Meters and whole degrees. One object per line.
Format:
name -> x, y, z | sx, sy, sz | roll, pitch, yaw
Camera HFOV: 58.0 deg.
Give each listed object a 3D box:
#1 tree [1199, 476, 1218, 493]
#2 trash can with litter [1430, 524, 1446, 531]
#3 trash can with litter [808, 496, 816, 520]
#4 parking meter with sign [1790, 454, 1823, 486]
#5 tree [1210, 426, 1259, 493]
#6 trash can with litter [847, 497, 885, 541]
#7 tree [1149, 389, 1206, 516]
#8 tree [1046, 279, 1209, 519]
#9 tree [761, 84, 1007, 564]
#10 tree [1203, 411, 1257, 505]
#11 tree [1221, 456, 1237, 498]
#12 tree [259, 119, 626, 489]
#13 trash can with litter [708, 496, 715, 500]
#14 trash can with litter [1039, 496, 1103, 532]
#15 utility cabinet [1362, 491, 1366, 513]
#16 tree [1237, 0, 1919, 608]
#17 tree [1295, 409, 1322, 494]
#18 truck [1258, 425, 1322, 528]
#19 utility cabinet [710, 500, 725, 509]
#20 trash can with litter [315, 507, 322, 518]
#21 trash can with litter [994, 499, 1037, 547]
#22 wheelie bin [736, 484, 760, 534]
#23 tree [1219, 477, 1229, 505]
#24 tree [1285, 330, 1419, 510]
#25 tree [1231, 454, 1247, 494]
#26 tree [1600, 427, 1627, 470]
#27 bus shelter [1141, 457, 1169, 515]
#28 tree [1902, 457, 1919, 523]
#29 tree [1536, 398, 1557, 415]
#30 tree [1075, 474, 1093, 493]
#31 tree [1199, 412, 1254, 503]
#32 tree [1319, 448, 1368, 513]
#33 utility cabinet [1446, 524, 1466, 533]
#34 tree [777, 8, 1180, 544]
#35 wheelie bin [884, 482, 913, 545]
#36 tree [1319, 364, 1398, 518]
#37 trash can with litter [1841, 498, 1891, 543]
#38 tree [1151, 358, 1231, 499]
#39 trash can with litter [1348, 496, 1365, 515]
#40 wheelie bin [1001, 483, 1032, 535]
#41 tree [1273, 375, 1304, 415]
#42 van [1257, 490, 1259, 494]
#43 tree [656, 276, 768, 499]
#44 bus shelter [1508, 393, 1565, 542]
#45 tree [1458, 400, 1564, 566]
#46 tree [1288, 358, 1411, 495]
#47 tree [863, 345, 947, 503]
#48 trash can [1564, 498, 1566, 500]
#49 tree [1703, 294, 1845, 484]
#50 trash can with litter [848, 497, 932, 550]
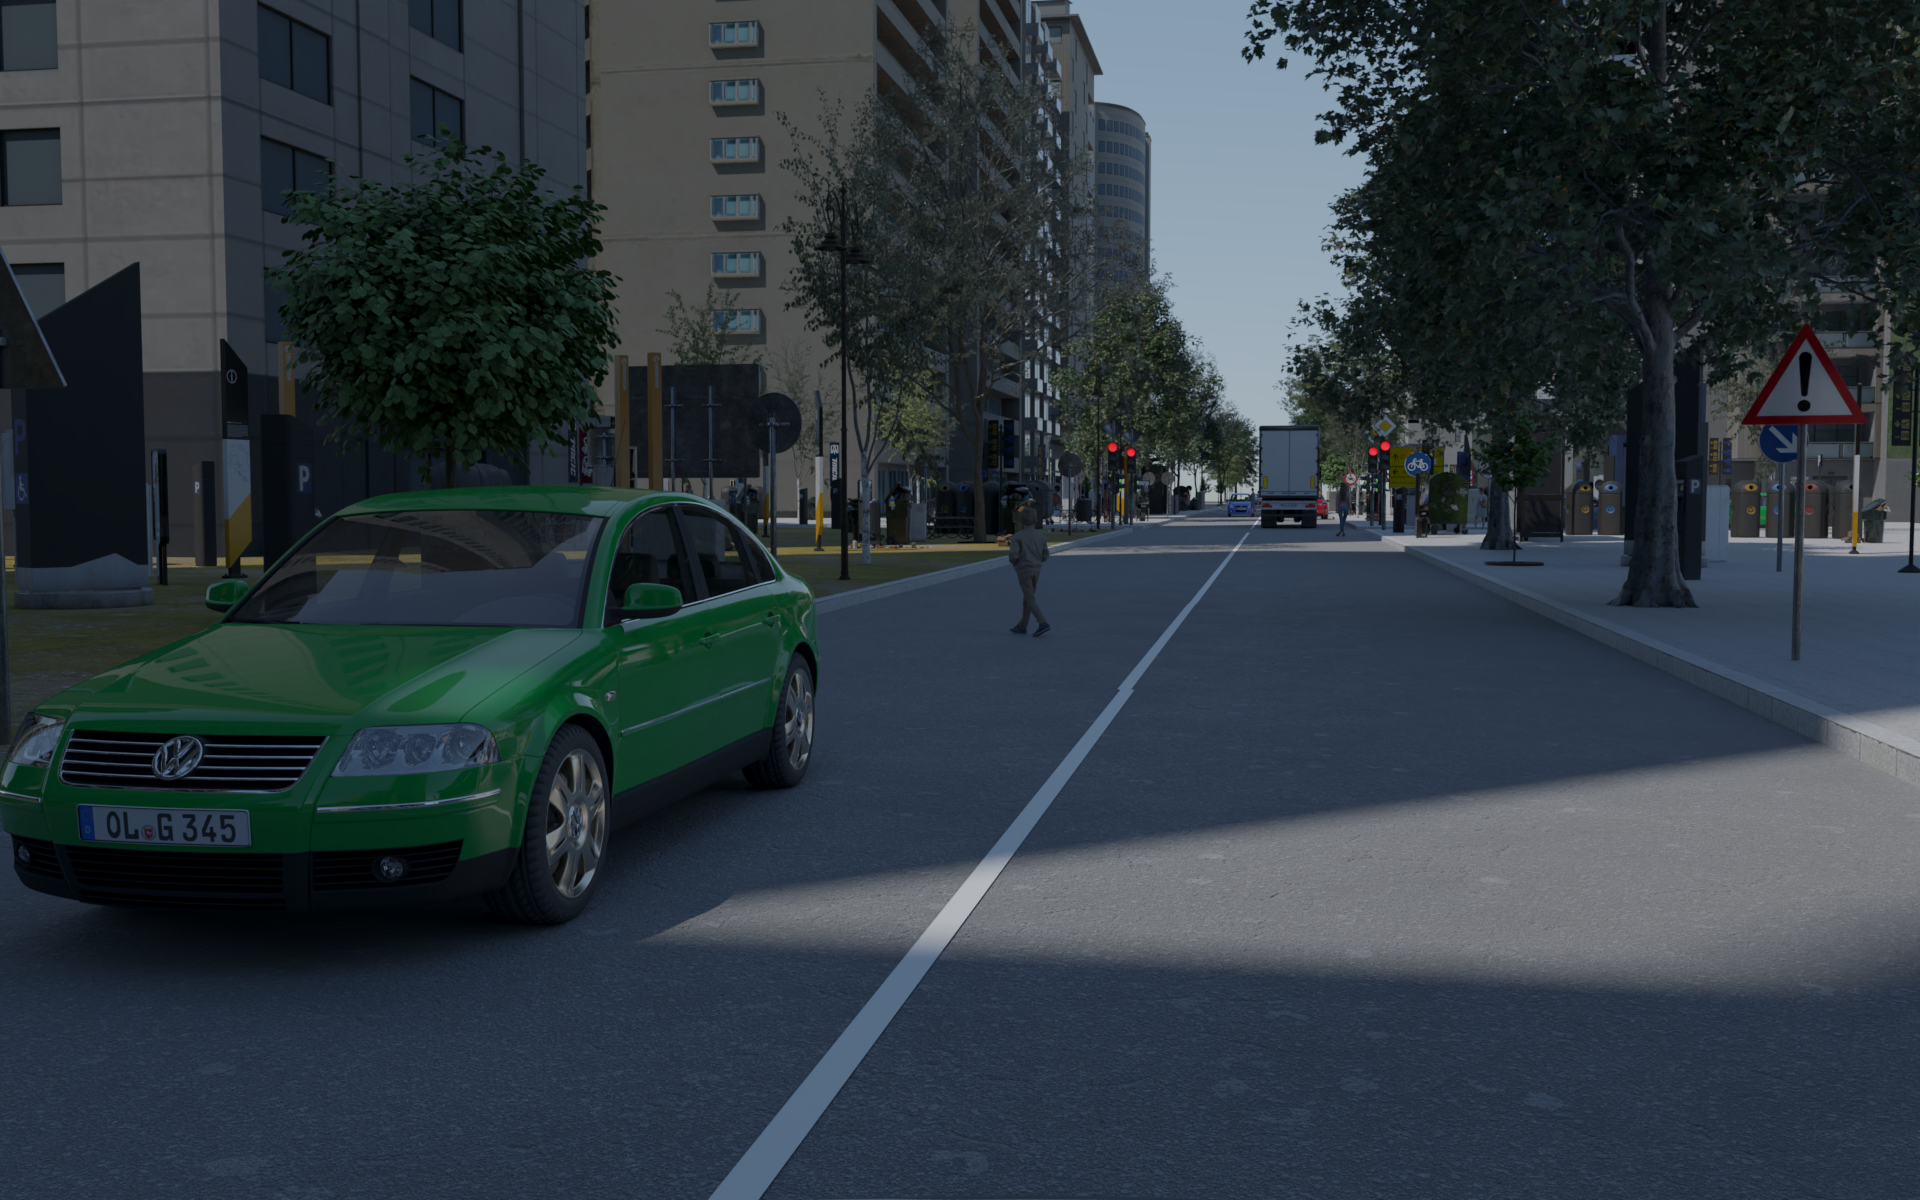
tree -> 23.759, -10.680, 169.219 | 1.663, 3.219, 1.824 | 0, 3, 0
trash can with litter -> 16.985, -3.022, 60.803 | 1.055, 1.170, 0.624 | -2, 4, -32
trash can with litter -> -7.343, -4.463, 84.353 | 0.624, 1.170, 1.055 | 3, 5, 41
parking meter with sign -> 36.996, -4.900, 76.382 | 1.738, 3.016, 0.543 | 1, 4, 16
tree -> 46.228, -23.483, 290.593 | 9.857, 13.997, 8.962 | 0, 3, 0
trash can with litter -> -2.597, -2.227, 47.798 | 0.624, 1.170, 1.055 | 3, 5, 40
tree -> 12.593, -9.368, 103.523 | 4.360, 8.622, 3.978 | 0, 3, 0
tree -> 9.270, -10.649, 91.116 | 9.611, 12.733, 9.660 | 0, 3, 0
tree -> -1.584, -4.956, 31.396 | 4.360, 8.622, 3.978 | 0, 3, 0
tree -> 31.675, -17.320, 208.942 | 9.928, 11.665, 9.643 | 0, 3, 0
tree -> 42.550, -19.755, 273.352 | 4.737, 8.622, 4.395 | 0, 3, 0
tree -> -4.477, -1.939, 15.413 | 4.285, 4.588, 4.351 | 0, 3, 0
trash can with litter -> -11.857, -4.268, 80.841 | 1.678, 1.210, 2.233 | 1, 4, 20
trash can with litter -> 3.822, -2.925, 58.880 | 2.233, 1.210, 1.678 | 0, 4, 4
utility cabinet -> 29.707, -7.416, 129.930 | 1.173, 1.500, 0.318 | -1, 4, -18
tree -> 8.027, -6.282, 19.724 | 9.611, 12.733, 9.660 | 0, 3, 0
tree -> 40.806, -16.537, 196.129 | 9.928, 11.665, 9.643 | 0, 3, 0
truck -> 14.488, -5.331, 76.070 | 2.839, 4.237, 11.283 | 1, 4, 11
utility cabinet -> -3.197, -0.522, 19.691 | 1.020, 1.237, 0.306 | 1, 4, 16
trash can with litter -> -13.839, -1.504, 35.977 | 0.624, 1.170, 1.055 | 1, 4, 23
trash can with litter -> 1.342, -1.883, 42.180 | 1.055, 1.170, 0.624 | 2, 4, 26
wheelie bin -> -6.827, -2.929, 55.804 | 0.693, 1.594, 0.980 | -1, 4, -23
tree -> 29.470, -12.331, 196.208 | 1.663, 3.219, 1.824 | 0, 3, 0
tree -> 28.883, -13.503, 127.435 | 9.857, 13.997, 8.962 | 0, 3, 0
tree -> 44.470, -20.247, 281.405 | 4.360, 8.622, 3.978 | 0, 3, 0
tree -> 28.528, -5.411, 72.191 | 4.285, 4.588, 4.351 | 0, 3, 0
bus shelter -> 12.579, -7.259, 109.965 | 1.731, 3.624, 6.357 | 1, 4, 10
tree -> 42.662, -4.987, 76.135 | 1.663, 3.219, 1.824 | 0, 3, 0
tree -> 23.176, -7.391, 71.205 | 4.360, 8.622, 3.978 | 0, 3, 0
tree -> 9.729, -8.654, 136.102 | 1.663, 3.219, 1.824 | 0, 3, 0
tree -> 36.885, -19.743, 240.931 | 7.486, 12.596, 7.792 | 0, 3, 0
tree -> 26.261, -8.274, 118.998 | 4.285, 4.588, 4.351 | 0, 3, 0
utility cabinet -> 16.669, -2.873, 58.138 | 0.306, 1.237, 1.020 | 0, 4, -7
tree -> 0.370, -8.222, 44.798 | 12.009, 13.543, 11.850 | 0, 3, 0
wheelie bin -> -1.555, -2.209, 44.023 | 0.693, 1.594, 0.980 | 0, 4, 4
tree -> 21.244, -8.680, 92.286 | 4.360, 8.622, 3.978 | 0, 3, 0
trash can with litter -> 23.629, -2.066, 45.173 | 1.055, 1.170, 0.624 | 0, 4, 0
tree -> 14.679, -11.259, 118.501 | 7.601, 10.594, 8.767 | 1, 4, 17
trash can with litter -> 23.866, -5.688, 104.384 | 1.055, 1.170, 0.624 | -1, 4, -8
wheelie bin -> 1.659, -2.546, 49.537 | 0.980, 1.594, 0.693 | -3, 4, -37
tree -> 51.952, -24.161, 250.918 | 12.611, 20.169, 13.585 | 0, 3, 0
van -> 48.458, -16.690, 277.270 | 2.240, 2.365, 5.245 | 1, 4, 10
tree -> -8.699, -6.685, 59.661 | 4.737, 8.622, 4.395 | 0, 3, 0
bus shelter -> 16.516, -4.440, 50.224 | 2.179, 5.291, 8.768 | 1, 4, 10
tree -> 10.046, -2.230, 31.054 | 1.663, 3.219, 1.824 | 0, 3, 0
tree -> 25.045, -10.851, 111.831 | 8.767, 10.594, 7.601 | 1, 4, 10
tree -> -2.502, -8.230, 84.924 | 4.737, 8.622, 4.395 | 0, 3, 0
trash can -> 38.094, -6.051, 110.592 | 0.748, 1.137, 0.748 | 0, 3, 0
tree -> 25.481, -6.381, 54.698 | 4.360, 8.622, 3.978 | 0, 3, 0
trash can with litter -> -1.734, -1.823, 40.869 | 2.233, 1.210, 1.678 | -1, 4, -9
